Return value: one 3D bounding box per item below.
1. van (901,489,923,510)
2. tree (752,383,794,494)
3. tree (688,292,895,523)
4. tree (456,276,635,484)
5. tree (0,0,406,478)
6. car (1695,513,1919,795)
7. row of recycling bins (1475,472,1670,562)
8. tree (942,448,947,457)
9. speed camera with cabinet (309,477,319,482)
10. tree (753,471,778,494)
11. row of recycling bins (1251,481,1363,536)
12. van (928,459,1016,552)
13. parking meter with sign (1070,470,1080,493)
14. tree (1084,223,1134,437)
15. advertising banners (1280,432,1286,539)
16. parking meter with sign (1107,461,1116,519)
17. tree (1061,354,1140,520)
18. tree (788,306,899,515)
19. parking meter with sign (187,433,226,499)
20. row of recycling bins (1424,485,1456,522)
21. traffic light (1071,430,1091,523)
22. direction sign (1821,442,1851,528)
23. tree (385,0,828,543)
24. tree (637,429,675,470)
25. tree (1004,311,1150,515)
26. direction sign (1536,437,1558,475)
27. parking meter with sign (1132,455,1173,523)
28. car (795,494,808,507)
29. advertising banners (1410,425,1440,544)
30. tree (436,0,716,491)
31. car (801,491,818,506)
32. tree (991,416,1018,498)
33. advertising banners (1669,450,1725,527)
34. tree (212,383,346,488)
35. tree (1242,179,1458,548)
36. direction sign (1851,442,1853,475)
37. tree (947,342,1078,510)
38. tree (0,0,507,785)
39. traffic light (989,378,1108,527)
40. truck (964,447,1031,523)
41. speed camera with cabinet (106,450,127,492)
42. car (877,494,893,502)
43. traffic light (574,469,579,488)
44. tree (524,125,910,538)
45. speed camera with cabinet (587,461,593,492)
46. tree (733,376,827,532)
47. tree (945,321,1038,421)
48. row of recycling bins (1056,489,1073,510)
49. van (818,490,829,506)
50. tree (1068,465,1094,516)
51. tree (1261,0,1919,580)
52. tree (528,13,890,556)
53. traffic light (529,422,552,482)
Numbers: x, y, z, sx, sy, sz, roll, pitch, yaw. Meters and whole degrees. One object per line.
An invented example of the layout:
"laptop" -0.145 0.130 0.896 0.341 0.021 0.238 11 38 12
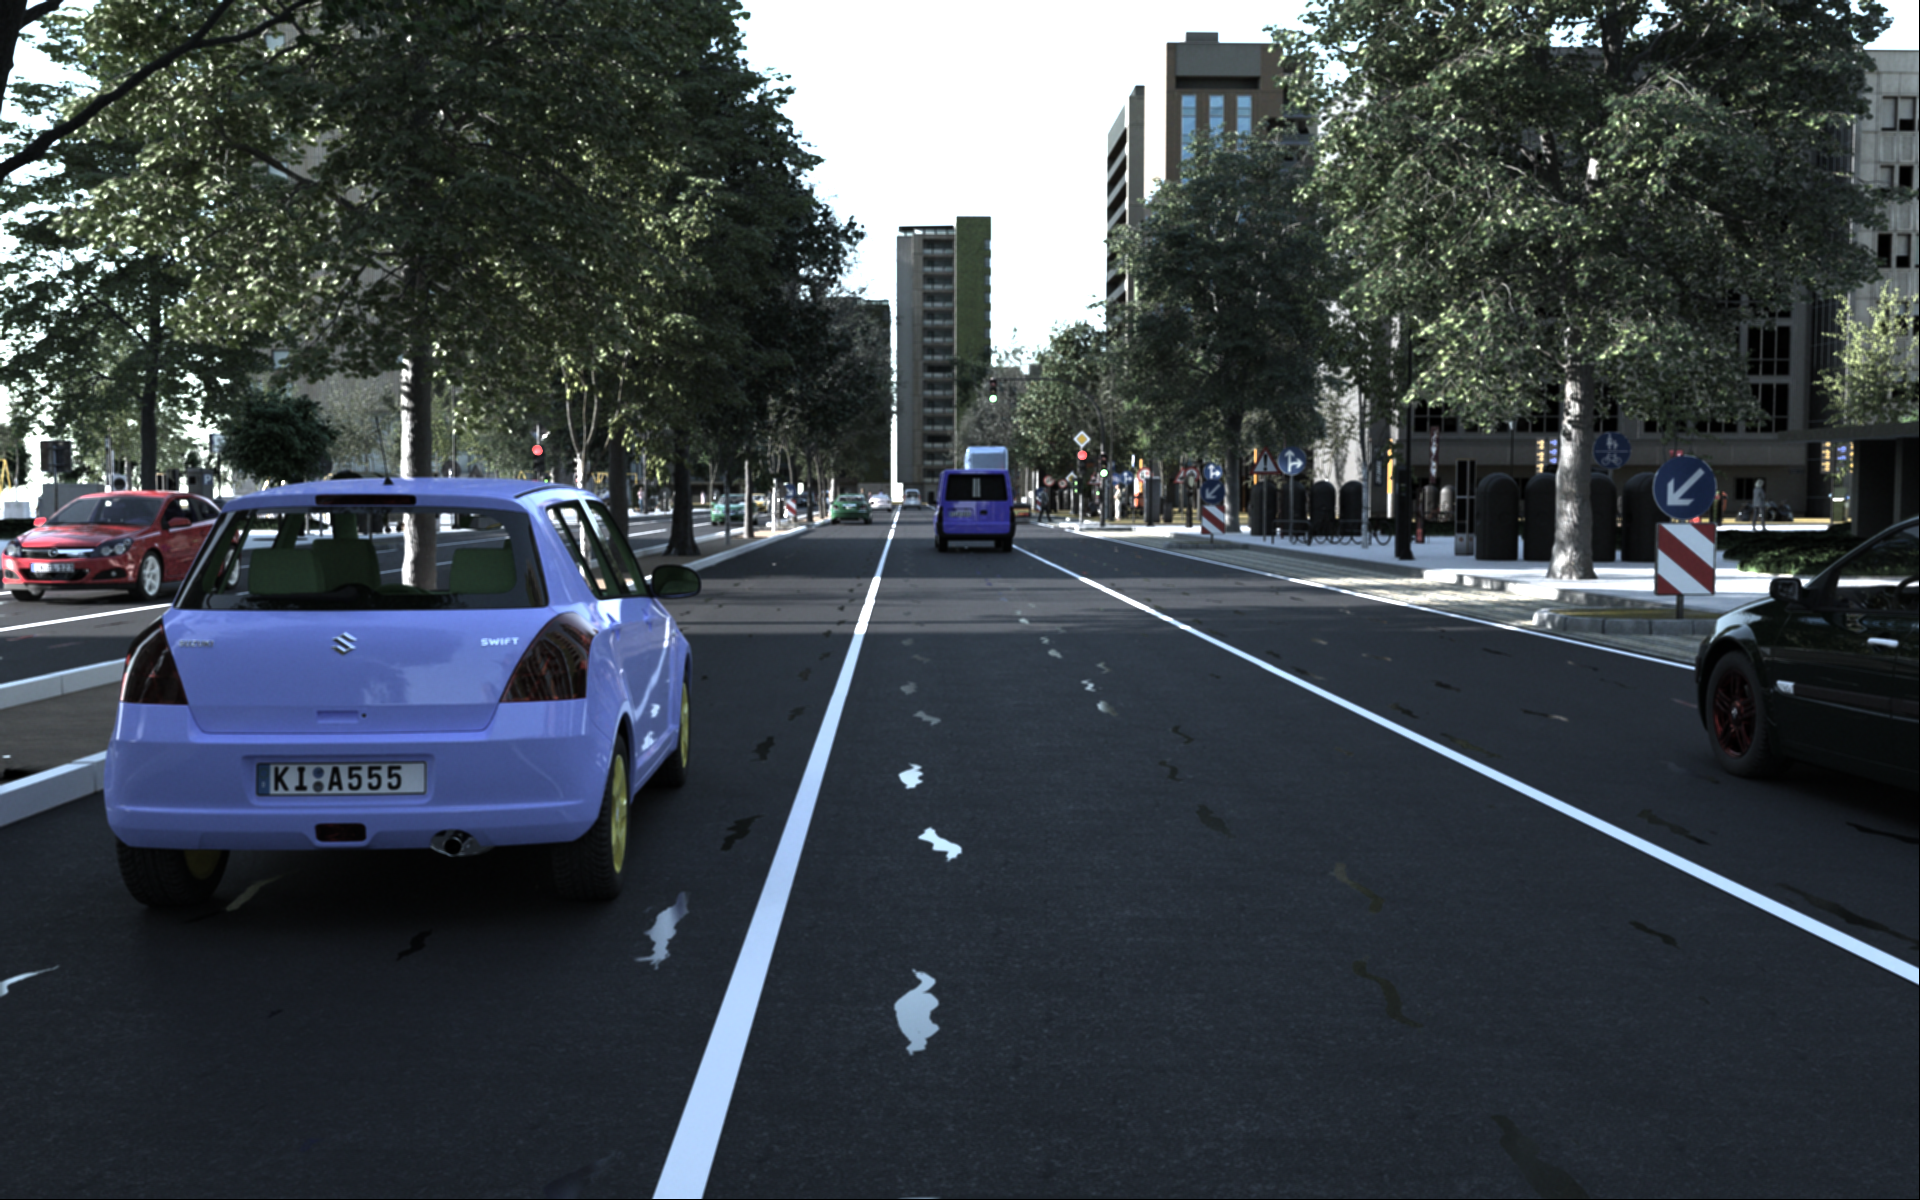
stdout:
"van" -4.422 -9.326 159.490 2.013 2.044 4.112 0 4 -2
"tree" -6.380 -5.789 47.464 4.737 8.622 4.395 0 3 0
"tree" -7.441 -8.635 78.044 8.767 10.594 7.601 0 4 -2
"tree" -20.352 -10.992 86.370 9.857 13.997 8.962 0 3 0
"tree" -17.633 -7.353 38.348 7.486 12.596 7.792 0 3 0
"car" 4.795 0.135 7.574 2.009 1.686 4.222 0 4 -1
"row of recycling bins" 11.754 -1.601 33.291 3.534 1.692 1.069 1 4 17
"tree" 5.018 -15.902 170.375 12.009 13.543 11.850 0 3 0
"speed camera with cabinet" -27.862 -5.008 76.208 2.038 3.252 0.660 -2 4 -34
"tree" -23.546 -13.708 207.844 4.285 4.588 4.351 0 3 0
"row of recycling bins" 10.723 -2.821 53.236 3.534 1.692 1.069 1 4 10
"van" 0.315 -2.467 44.725 2.240 2.365 5.245 0 4 -2
"parking meter with sign" 8.609 -7.968 126.541 0.543 3.016 1.738 -1 4 -18
"tree" 8.939 -9.221 57.411 9.857 13.997 8.962 0 3 0
"advertising banners" 9.277 -3.275 49.731 0.090 3.025 2.074 1 4 9
"parking meter with sign" 7.730 -5.790 90.922 0.543 3.016 1.738 0 4 -5
"tree" 7.277 -8.367 87.161 4.360 8.622 3.978 0 3 0
"tree" -8.517 -12.674 116.333 9.857 13.997 8.962 0 3 0
"parking meter with sign" -22.086 -3.311 50.400 1.738 3.016 0.543 2 4 30
"row of recycling bins" 22.449 -4.322 77.771 3.534 1.692 1.069 2 4 30
"traffic light" 5.332 -5.336 76.160 0.839 4.253 0.868 0 4 -2
"direction sign" 32.917 -4.484 65.304 0.876 3.537 0.379 3 5 40
"tree" -6.315 -6.780 31.445 7.486 12.596 7.792 0 3 0
"tree" -21.892 -12.541 139.450 7.601 10.594 8.767 3 4 39
"tree" 7.192 -11.705 108.384 9.611 12.733 9.660 0 3 0
"direction sign" 23.495 -4.735 69.410 0.876 3.537 0.379 3 5 43
"parking meter with sign" 8.528 -4.920 76.709 1.738 3.016 0.543 0 4 -2
"car" -17.855 -11.266 193.985 2.009 1.686 4.222 0 4 0
"advertising banners" 12.009 -2.996 45.170 0.090 3.025 2.074 -1 4 -10
"tree" -5.541 -4.438 25.387 4.737 8.622 4.395 0 3 0
"car" -17.949 -11.968 204.351 2.281 1.827 5.304 0 4 0
"tree" 4.664 -12.535 155.304 4.360 8.622 3.978 0 3 0
"advertising banners" 28.941 -4.396 68.057 2.074 3.025 0.090 1 4 15
"tree" -18.971 -3.950 48.302 4.285 4.588 4.351 0 3 0
"tree" 9.746 -5.513 40.497 4.737 8.622 4.395 0 3 0
"direction sign" 35.632 -4.710 69.006 0.379 3.537 0.876 0 4 1
"tree" 5.367 -13.952 138.478 12.009 13.543 11.850 0 3 0
"tree" -4.887 -4.889 8.151 9.928 11.665 9.643 0 3 0
"traffic light" 3.502 -5.707 67.971 4.771 5.953 1.251 0 4 -2
"truck" 1.796 -6.274 92.345 2.967 4.110 18.799 0 4 -2
"speed camera with cabinet" -38.358 -5.079 77.371 0.660 3.252 2.038 2 4 34
"car" -7.752 -10.038 173.912 2.009 1.686 4.222 0 4 -3
"traffic light" -14.530 -6.170 75.540 4.771 5.953 1.251 0 4 -2
"tree" -6.831 -8.742 55.762 12.009 13.543 11.850 0 3 0
"speed camera with cabinet" -20.509 -6.128 94.534 0.660 3.252 2.038 -1 4 -21
"tree" -7.073 -6.913 65.840 4.360 8.622 3.978 0 3 0
"tree" 4.259 -20.507 191.180 12.611 20.169 13.585 0 3 0
"row of recycling bins" 8.344 -7.988 137.712 3.534 1.692 1.069 3 4 39
"van" -13.942 -10.709 182.104 2.013 2.044 4.112 0 4 -1
"tree" 7.020 -6.455 100.141 1.663 3.219 1.824 0 3 0
"tree" 9.320 -7.294 25.919 9.857 13.997 8.962 0 3 0
"tree" -6.466 -7.377 40.072 9.611 12.733 9.660 0 3 0
"traffic light" -16.360 -4.803 67.457 0.839 4.253 0.868 0 4 -2
